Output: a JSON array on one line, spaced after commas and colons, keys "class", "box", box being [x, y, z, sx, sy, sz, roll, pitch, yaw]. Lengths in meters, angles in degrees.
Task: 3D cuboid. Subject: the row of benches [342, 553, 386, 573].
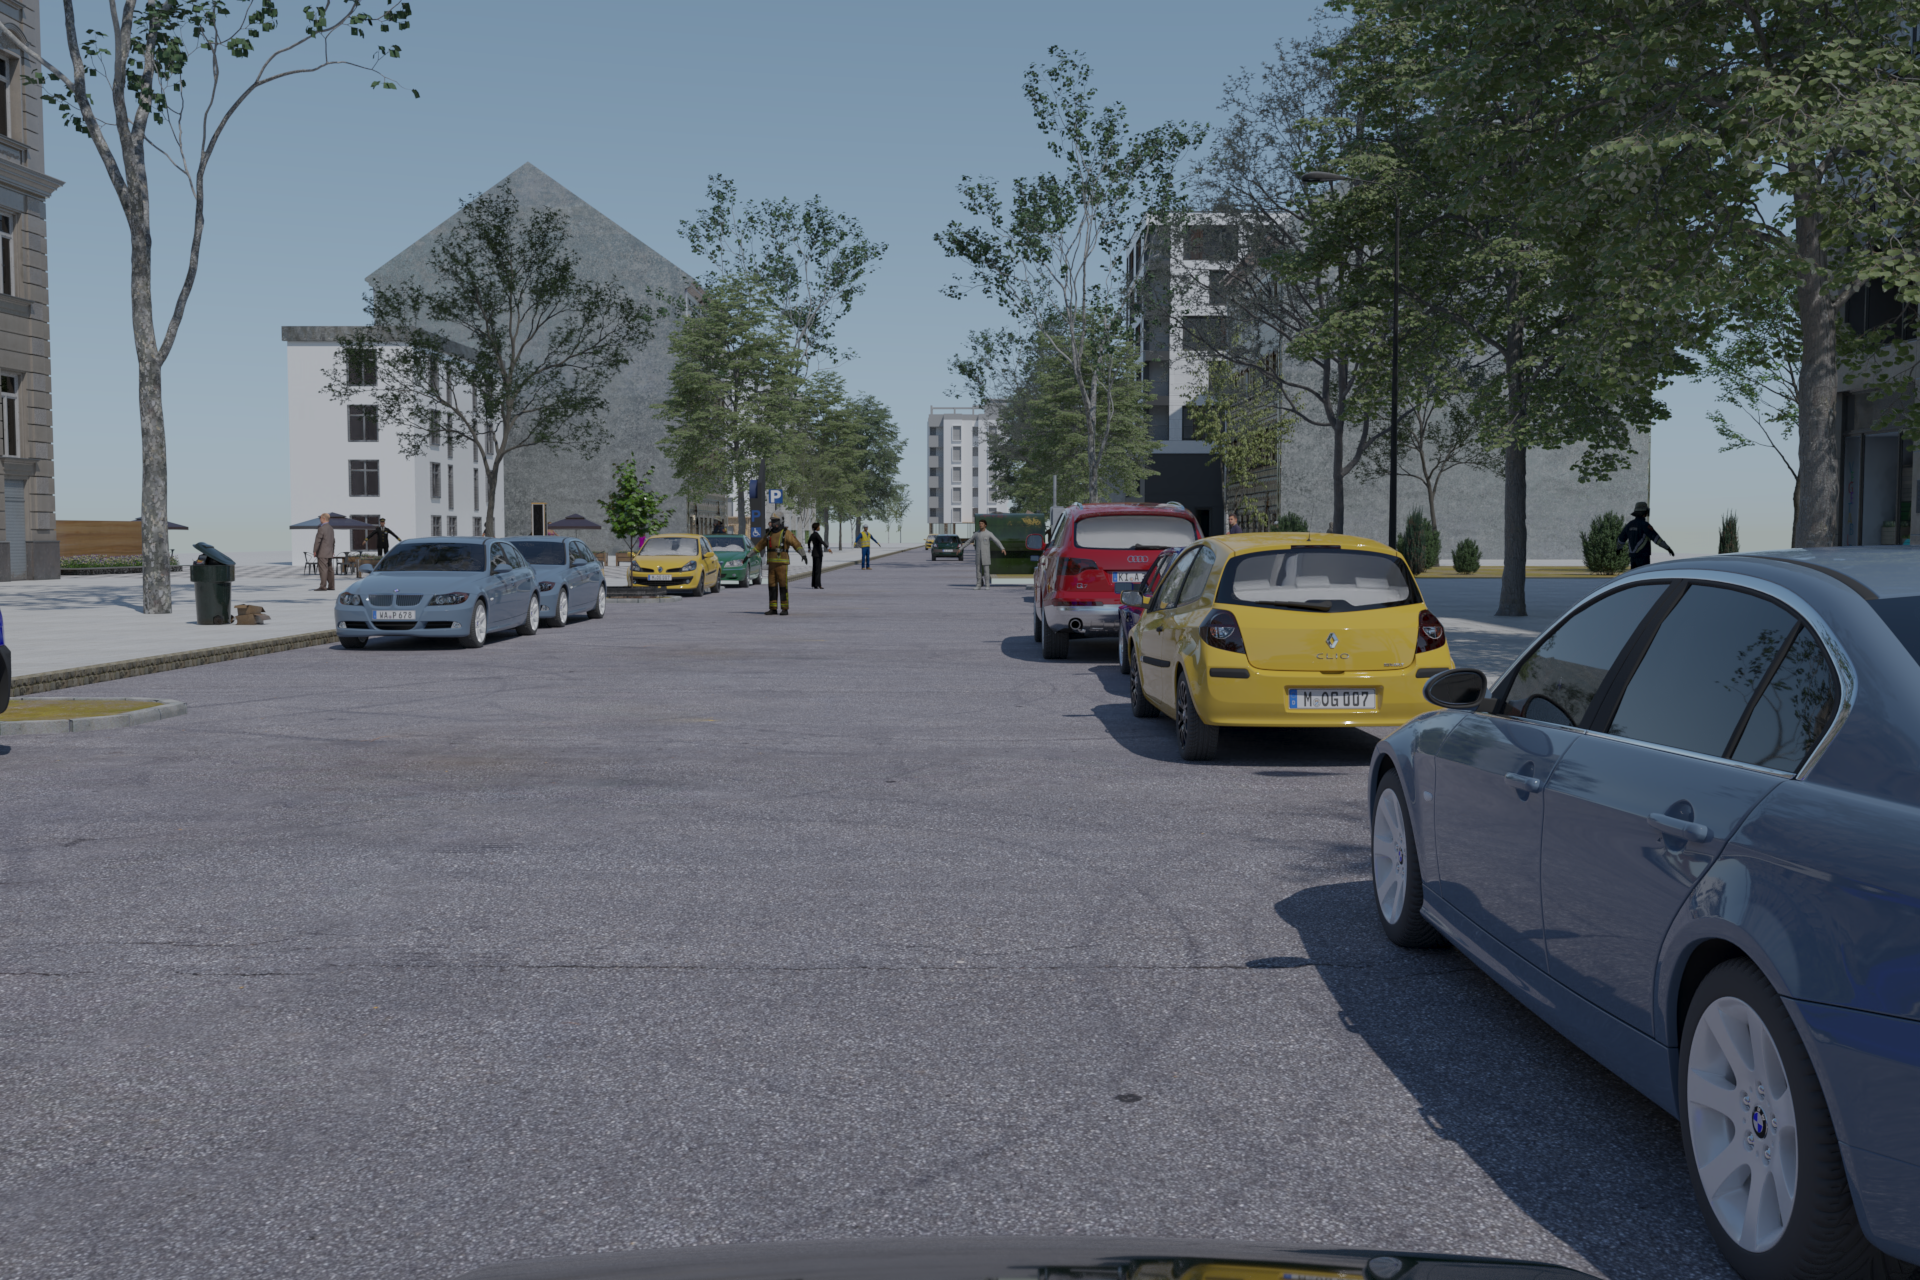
[{"class": "row of benches", "box": [-18.400, -2.550, 57.161, 4.104, 0.672, 1.422, 1, 4, 14]}]

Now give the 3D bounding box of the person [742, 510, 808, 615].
[{"class": "person", "box": [-3.225, -1.366, 30.565, 1.354, 1.858, 0.705, 2, 4, 28]}]

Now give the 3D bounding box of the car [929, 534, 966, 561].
[{"class": "car", "box": [-0.685, -5.102, 93.199, 2.009, 1.686, 4.222, 0, 4, -1]}]

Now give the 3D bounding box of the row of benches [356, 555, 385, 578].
[{"class": "row of benches", "box": [-15.773, -2.205, 51.521, 4.104, 0.672, 1.422, -2, 4, -26]}]

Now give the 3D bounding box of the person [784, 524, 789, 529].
[{"class": "person", "box": [-8.445, -4.704, 83.378, 0.721, 1.772, 1.216, 0, 4, -5]}]

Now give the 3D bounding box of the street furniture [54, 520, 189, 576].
[{"class": "street furniture", "box": [-29.779, -2.992, 55.768, 11.010, 1.723, 9.812, 0, 4, 5]}]

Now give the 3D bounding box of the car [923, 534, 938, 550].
[{"class": "car", "box": [-2.225, -8.802, 154.141, 2.015, 1.641, 3.980, 0, 4, 1]}]

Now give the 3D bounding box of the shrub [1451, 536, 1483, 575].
[{"class": "shrub", "box": [16.058, -2.676, 54.869, 1.383, 1.207, 1.383, 0, 3, 0]}]

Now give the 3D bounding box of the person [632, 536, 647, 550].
[{"class": "person", "box": [-12.319, -3.521, 66.835, 0.991, 1.433, 0.599, 3, 4, 37]}]

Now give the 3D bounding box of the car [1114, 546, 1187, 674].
[{"class": "car", "box": [2.488, -0.243, 16.549, 1.945, 1.354, 3.894, 0, 4, 0]}]

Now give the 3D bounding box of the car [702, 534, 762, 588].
[{"class": "car", "box": [-6.537, -2.193, 47.648, 2.131, 1.459, 4.920, 0, 4, 0]}]

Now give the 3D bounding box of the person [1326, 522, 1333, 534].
[{"class": "person", "box": [16.214, -4.244, 75.523, 0.705, 1.813, 1.348, -1, 4, -14]}]

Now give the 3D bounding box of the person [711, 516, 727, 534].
[{"class": "person", "box": [-7.621, -2.973, 54.383, 0.705, 1.856, 1.354, -2, 4, -35]}]

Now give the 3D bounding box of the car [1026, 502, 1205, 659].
[{"class": "car", "box": [1.968, -0.777, 21.371, 2.281, 1.827, 5.304, 0, 4, 1]}]

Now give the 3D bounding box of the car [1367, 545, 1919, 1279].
[{"class": "car", "box": [2.351, 0.456, 4.543, 2.014, 1.417, 4.499, 0, 4, 0]}]

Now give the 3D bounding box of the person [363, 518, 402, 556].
[{"class": "person", "box": [-19.914, -3.293, 59.777, 1.347, 1.837, 0.705, -1, 4, -22]}]

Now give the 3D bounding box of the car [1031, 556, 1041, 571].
[{"class": "car", "box": [2.513, -1.521, 37.455, 1.945, 1.354, 3.894, 0, 4, 1]}]

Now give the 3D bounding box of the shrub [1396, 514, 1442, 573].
[{"class": "shrub", "box": [15.234, -3.263, 57.764, 1.690, 2.028, 1.600, 0, 3, 0]}]

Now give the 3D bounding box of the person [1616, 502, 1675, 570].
[{"class": "person", "box": [11.865, -1.485, 30.155, 0.704, 1.845, 1.351, -1, 4, -21]}]

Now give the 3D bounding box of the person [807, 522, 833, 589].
[{"class": "person", "box": [-3.669, -2.203, 45.203, 0.721, 1.740, 1.216, -2, 4, -33]}]

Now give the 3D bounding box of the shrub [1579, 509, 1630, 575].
[{"class": "shrub", "box": [20.176, -3.050, 53.906, 1.661, 2.075, 1.752, 0, 3, 0]}]

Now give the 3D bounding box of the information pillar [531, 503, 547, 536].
[{"class": "information pillar", "box": [-9.913, -2.225, 40.873, 0.304, 2.012, 0.304, 0, 4, -1]}]

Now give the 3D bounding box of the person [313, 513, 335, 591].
[{"class": "person", "box": [-14.399, -1.991, 39.141, 0.434, 1.755, 0.990, 1, 4, 8]}]

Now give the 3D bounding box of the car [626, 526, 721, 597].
[{"class": "car", "box": [-6.705, -1.866, 40.739, 2.015, 1.641, 3.980, 0, 4, 1]}]

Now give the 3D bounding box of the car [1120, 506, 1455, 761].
[{"class": "car", "box": [2.215, -0.132, 12.390, 2.015, 1.641, 3.980, 0, 4, -1]}]

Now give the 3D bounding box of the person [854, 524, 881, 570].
[{"class": "person", "box": [-3.766, -3.734, 69.484, 1.349, 1.833, 0.705, -3, 5, -40]}]

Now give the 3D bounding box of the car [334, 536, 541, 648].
[{"class": "car", "box": [-6.879, -0.687, 23.243, 2.014, 1.417, 4.499, 0, 3, 0]}]

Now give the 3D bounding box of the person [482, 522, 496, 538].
[{"class": "person", "box": [-20.124, -4.152, 74.027, 0.704, 1.843, 1.345, 1, 4, 13]}]

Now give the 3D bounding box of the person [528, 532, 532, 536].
[{"class": "person", "box": [-17.919, -4.128, 73.713, 1.346, 1.802, 0.704, -2, 4, -28]}]

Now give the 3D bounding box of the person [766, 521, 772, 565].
[{"class": "person", "box": [-7.769, -3.973, 71.138, 1.347, 1.806, 0.705, 0, 4, -8]}]

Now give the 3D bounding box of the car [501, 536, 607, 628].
[{"class": "car", "box": [-6.928, -0.983, 28.070, 2.014, 1.417, 4.499, 0, 4, 1]}]

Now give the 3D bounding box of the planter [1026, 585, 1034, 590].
[{"class": "planter", "box": [2.714, -1.454, 44.905, 1.991, 0.319, 1.994, 0, 3, 0]}]

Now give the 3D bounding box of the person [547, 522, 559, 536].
[{"class": "person", "box": [-14.917, -3.451, 63.228, 0.721, 1.733, 1.217, 3, 5, 41]}]

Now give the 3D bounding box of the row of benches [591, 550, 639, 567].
[{"class": "row of benches", "box": [-14.453, -3.257, 68.710, 4.104, 0.672, 1.422, 0, 4, -4]}]

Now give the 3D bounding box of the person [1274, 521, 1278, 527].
[{"class": "person", "box": [13.777, -4.259, 75.493, 0.705, 1.847, 1.347, 3, 4, 36]}]

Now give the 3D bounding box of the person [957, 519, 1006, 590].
[{"class": "person", "box": [0.569, -2.184, 44.354, 1.347, 1.806, 0.705, 1, 4, 22]}]

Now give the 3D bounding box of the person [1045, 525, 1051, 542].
[{"class": "person", "box": [4.248, -4.508, 79.842, 1.346, 1.812, 0.704, 1, 4, 17]}]

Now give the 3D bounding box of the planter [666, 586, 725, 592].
[{"class": "planter", "box": [-7.032, -1.395, 43.955, 1.991, 0.319, 1.994, 0, 4, 1]}]

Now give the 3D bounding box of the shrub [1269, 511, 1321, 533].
[{"class": "shrub", "box": [9.950, -2.911, 52.019, 1.690, 2.028, 1.600, 0, 3, 0]}]

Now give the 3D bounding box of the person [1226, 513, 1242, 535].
[{"class": "person", "box": [5.718, -1.788, 36.190, 0.530, 1.710, 0.541, 0, 4, 1]}]

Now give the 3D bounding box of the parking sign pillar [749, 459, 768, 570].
[{"class": "parking sign pillar", "box": [-7.187, -4.472, 61.589, 1.447, 3.967, 1.447, 0, 4, -1]}]

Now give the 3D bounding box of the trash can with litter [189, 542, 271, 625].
[{"class": "trash can with litter", "box": [-10.344, -0.807, 24.583, 1.055, 1.170, 0.624, 0, 4, 0]}]
